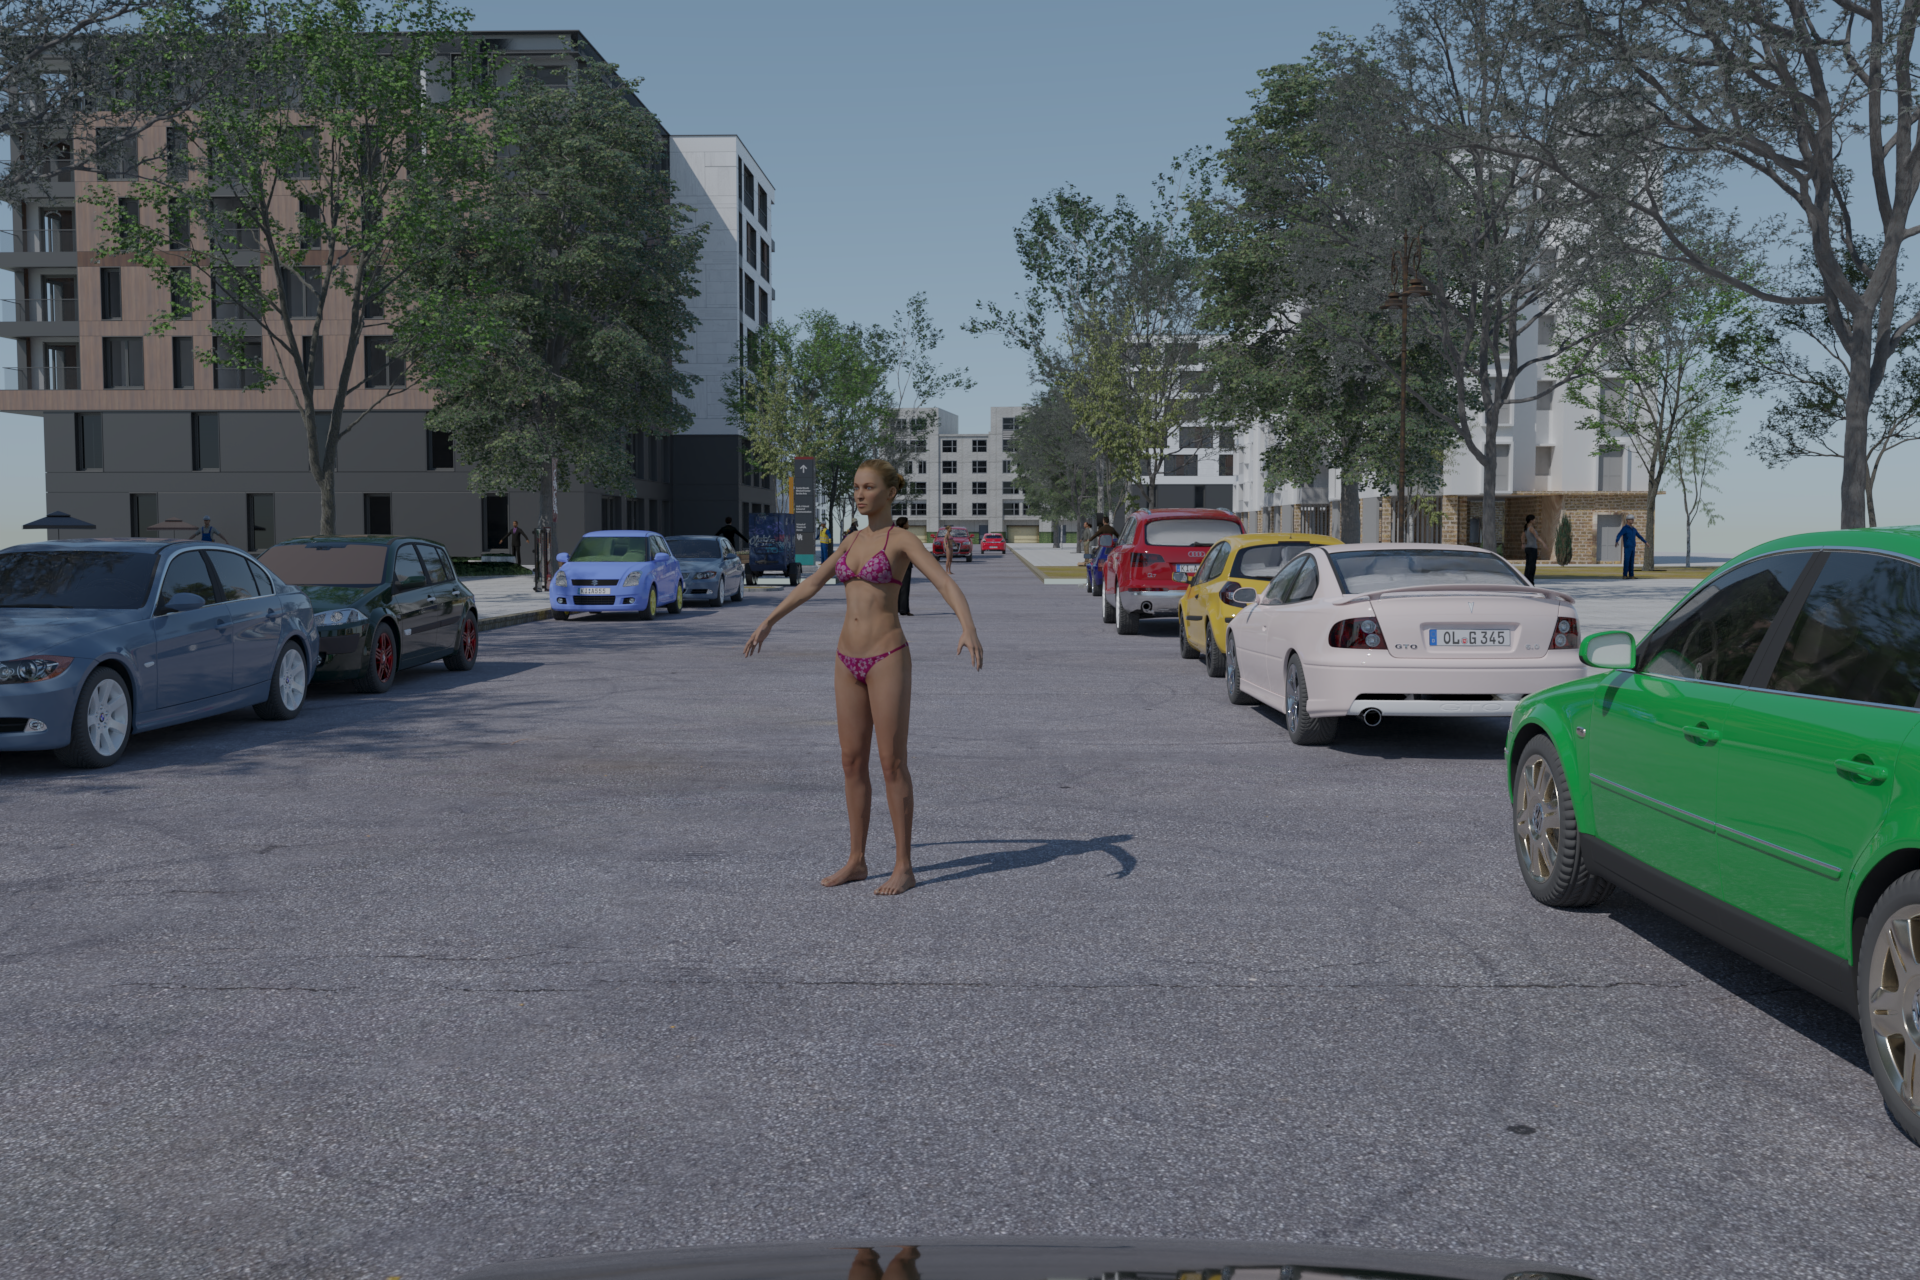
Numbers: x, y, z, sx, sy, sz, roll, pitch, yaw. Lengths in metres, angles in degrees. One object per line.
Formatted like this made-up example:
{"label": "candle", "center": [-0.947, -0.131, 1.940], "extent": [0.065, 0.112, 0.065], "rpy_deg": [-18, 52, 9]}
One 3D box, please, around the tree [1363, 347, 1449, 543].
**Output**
{"label": "tree", "center": [14.516, -6.508, 56.762], "extent": [4.737, 8.622, 4.395], "rpy_deg": [0, 3, 0]}

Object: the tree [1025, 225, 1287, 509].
{"label": "tree", "center": [7.699, -9.768, 70.078], "extent": [12.009, 13.543, 11.850], "rpy_deg": [0, 3, 0]}

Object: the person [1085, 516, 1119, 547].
{"label": "person", "center": [4.370, -2.804, 51.986], "extent": [1.346, 1.812, 0.704], "rpy_deg": [-2, 4, -27]}

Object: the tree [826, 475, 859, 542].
{"label": "tree", "center": [-16.639, -20.463, 244.937], "extent": [12.009, 13.543, 11.850], "rpy_deg": [0, 3, 0]}

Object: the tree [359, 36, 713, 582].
{"label": "tree", "center": [-11.079, -8.530, 46.124], "extent": [9.857, 13.997, 8.962], "rpy_deg": [0, 3, 0]}

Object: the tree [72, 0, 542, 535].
{"label": "tree", "center": [-11.308, -6.410, 30.566], "extent": [9.928, 11.665, 9.643], "rpy_deg": [0, 3, 0]}

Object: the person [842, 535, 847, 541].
{"label": "person", "center": [-5.449, -5.057, 88.449], "extent": [1.354, 1.858, 0.705], "rpy_deg": [-2, 4, -28]}

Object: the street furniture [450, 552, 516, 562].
{"label": "street furniture", "center": [-19.498, -2.838, 62.023], "extent": [5.734, 0.657, 10.072], "rpy_deg": [-2, 4, -31]}

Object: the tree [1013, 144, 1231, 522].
{"label": "tree", "center": [9.579, -13.935, 83.723], "extent": [12.611, 20.169, 13.585], "rpy_deg": [0, 3, 0]}

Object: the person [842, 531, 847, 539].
{"label": "person", "center": [-5.517, -4.605, 84.556], "extent": [0.599, 1.433, 0.991], "rpy_deg": [0, 4, -7]}

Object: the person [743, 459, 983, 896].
{"label": "person", "center": [-0.391, 0.141, 6.960], "extent": [1.217, 1.733, 0.721], "rpy_deg": [3, 4, 37]}

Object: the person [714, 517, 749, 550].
{"label": "person", "center": [-6.951, -2.813, 52.172], "extent": [1.347, 1.806, 0.705], "rpy_deg": [1, 4, 10]}

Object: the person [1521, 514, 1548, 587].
{"label": "person", "center": [13.223, -2.024, 39.903], "extent": [0.721, 1.737, 1.217], "rpy_deg": [0, 4, -7]}

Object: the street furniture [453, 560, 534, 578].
{"label": "street furniture", "center": [-16.749, -2.116, 50.226], "extent": [5.734, 0.657, 10.072], "rpy_deg": [1, 4, 22]}

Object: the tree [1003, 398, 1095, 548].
{"label": "tree", "center": [8.793, -15.255, 156.074], "extent": [9.857, 13.997, 8.962], "rpy_deg": [0, 3, 0]}

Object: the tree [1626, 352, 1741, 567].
{"label": "tree", "center": [28.269, -7.114, 66.677], "extent": [4.360, 8.622, 3.978], "rpy_deg": [0, 3, 0]}

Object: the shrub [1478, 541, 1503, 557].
{"label": "shrub", "center": [17.009, -2.734, 55.810], "extent": [1.383, 1.207, 1.383], "rpy_deg": [0, 3, 0]}

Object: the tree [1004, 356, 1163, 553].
{"label": "tree", "center": [7.831, -12.504, 114.811], "extent": [12.009, 13.543, 11.850], "rpy_deg": [0, 3, 0]}

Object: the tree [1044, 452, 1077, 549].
{"label": "tree", "center": [8.275, -11.824, 143.683], "extent": [4.360, 8.622, 3.978], "rpy_deg": [0, 3, 0]}

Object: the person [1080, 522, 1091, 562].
{"label": "person", "center": [5.508, -4.247, 75.709], "extent": [0.705, 1.796, 1.348], "rpy_deg": [-1, 4, -11]}

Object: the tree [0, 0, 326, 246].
{"label": "tree", "center": [-12.361, -6.607, 18.396], "extent": [12.009, 13.543, 11.850], "rpy_deg": [0, 3, 0]}

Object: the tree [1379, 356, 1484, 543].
{"label": "tree", "center": [17.486, -7.175, 67.681], "extent": [4.360, 8.622, 3.978], "rpy_deg": [0, 3, 0]}

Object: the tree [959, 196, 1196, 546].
{"label": "tree", "center": [6.825, -14.826, 98.298], "extent": [12.611, 20.169, 13.585], "rpy_deg": [0, 3, 0]}

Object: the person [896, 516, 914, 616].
{"label": "person", "center": [-0.919, -1.298, 30.397], "extent": [0.721, 1.740, 1.216], "rpy_deg": [-2, 4, -26]}

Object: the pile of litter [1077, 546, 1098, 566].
{"label": "pile of litter", "center": [5.212, -3.338, 68.537], "extent": [1.176, 0.858, 1.719], "rpy_deg": [0, 4, 0]}

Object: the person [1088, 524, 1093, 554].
{"label": "person", "center": [6.650, -5.073, 89.135], "extent": [0.705, 1.806, 1.347], "rpy_deg": [1, 4, 17]}

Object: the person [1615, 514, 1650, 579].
{"label": "person", "center": [18.985, -2.641, 49.055], "extent": [1.347, 1.842, 0.705], "rpy_deg": [-2, 4, -28]}

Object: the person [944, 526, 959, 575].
{"label": "person", "center": [-0.310, -3.194, 61.475], "extent": [0.721, 1.733, 1.217], "rpy_deg": [1, 4, 22]}

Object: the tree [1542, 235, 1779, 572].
{"label": "tree", "center": [23.940, -8.175, 59.421], "extent": [9.928, 11.665, 9.643], "rpy_deg": [0, 3, 0]}

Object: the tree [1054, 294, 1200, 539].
{"label": "tree", "center": [4.928, -6.317, 53.641], "extent": [4.737, 8.622, 4.395], "rpy_deg": [0, 3, 0]}

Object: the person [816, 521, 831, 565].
{"label": "person", "center": [-5.602, -3.978, 71.008], "extent": [0.705, 1.833, 1.349], "rpy_deg": [-2, 4, -35]}

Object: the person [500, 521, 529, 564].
{"label": "person", "center": [-17.609, -3.816, 68.619], "extent": [1.346, 1.802, 0.704], "rpy_deg": [1, 4, 20]}

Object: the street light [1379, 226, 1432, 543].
{"label": "street light", "center": [6.745, -3.278, 26.376], "extent": [0.468, 5.910, 1.993], "rpy_deg": [0, 4, 1]}

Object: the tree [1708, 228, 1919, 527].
{"label": "tree", "center": [26.808, -7.122, 50.863], "extent": [8.767, 10.594, 7.601], "rpy_deg": [-1, 4, -9]}

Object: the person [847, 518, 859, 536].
{"label": "person", "center": [-3.758, -3.442, 62.062], "extent": [0.705, 1.856, 1.354], "rpy_deg": [1, 4, 23]}

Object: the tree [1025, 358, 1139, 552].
{"label": "tree", "center": [9.028, -13.484, 127.124], "extent": [9.857, 13.997, 8.962], "rpy_deg": [0, 3, 0]}

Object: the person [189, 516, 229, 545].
{"label": "person", "center": [-23.027, -2.882, 52.982], "extent": [1.347, 1.847, 0.705], "rpy_deg": [0, 4, -7]}

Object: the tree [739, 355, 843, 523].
{"label": "tree", "center": [-7.215, -7.382, 71.064], "extent": [4.737, 8.622, 4.395], "rpy_deg": [0, 3, 0]}
